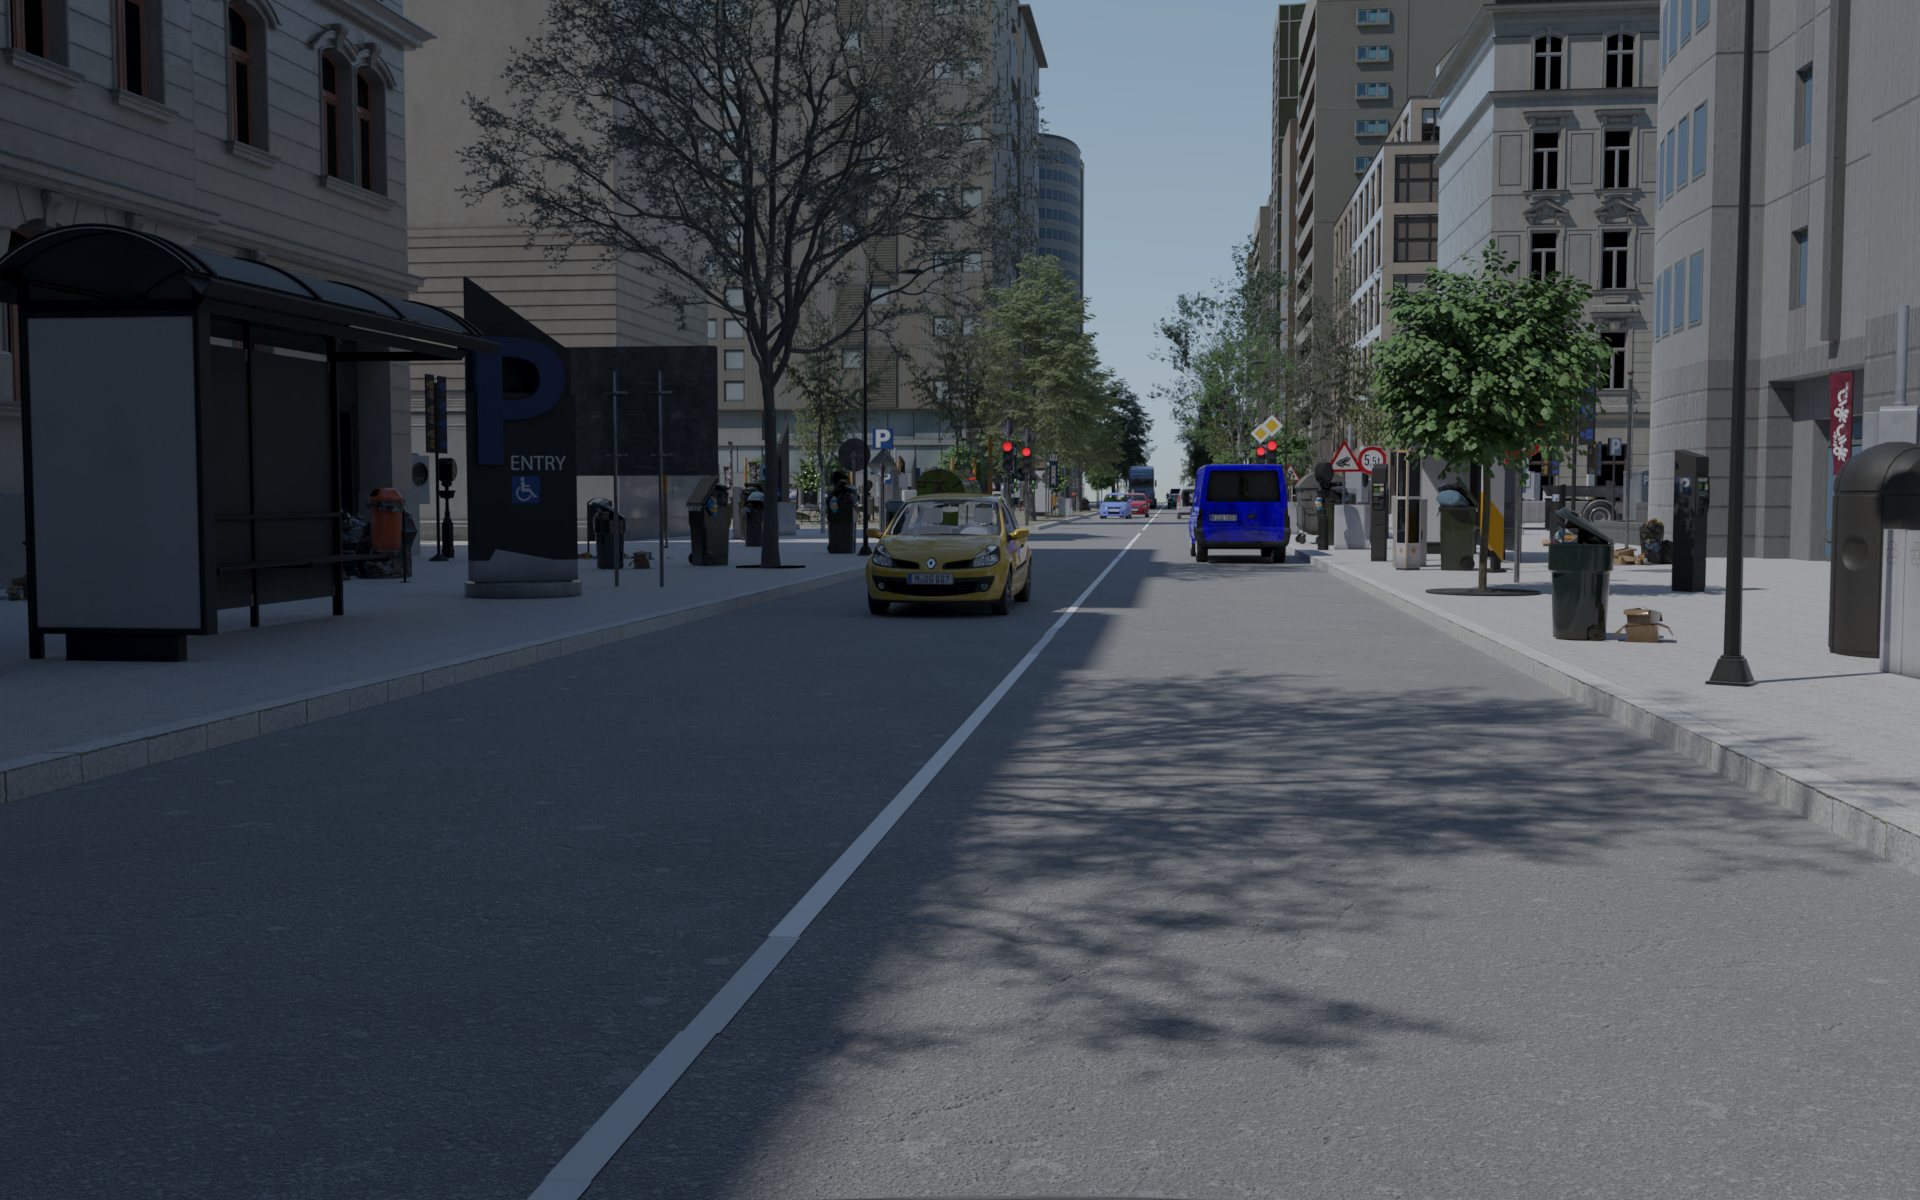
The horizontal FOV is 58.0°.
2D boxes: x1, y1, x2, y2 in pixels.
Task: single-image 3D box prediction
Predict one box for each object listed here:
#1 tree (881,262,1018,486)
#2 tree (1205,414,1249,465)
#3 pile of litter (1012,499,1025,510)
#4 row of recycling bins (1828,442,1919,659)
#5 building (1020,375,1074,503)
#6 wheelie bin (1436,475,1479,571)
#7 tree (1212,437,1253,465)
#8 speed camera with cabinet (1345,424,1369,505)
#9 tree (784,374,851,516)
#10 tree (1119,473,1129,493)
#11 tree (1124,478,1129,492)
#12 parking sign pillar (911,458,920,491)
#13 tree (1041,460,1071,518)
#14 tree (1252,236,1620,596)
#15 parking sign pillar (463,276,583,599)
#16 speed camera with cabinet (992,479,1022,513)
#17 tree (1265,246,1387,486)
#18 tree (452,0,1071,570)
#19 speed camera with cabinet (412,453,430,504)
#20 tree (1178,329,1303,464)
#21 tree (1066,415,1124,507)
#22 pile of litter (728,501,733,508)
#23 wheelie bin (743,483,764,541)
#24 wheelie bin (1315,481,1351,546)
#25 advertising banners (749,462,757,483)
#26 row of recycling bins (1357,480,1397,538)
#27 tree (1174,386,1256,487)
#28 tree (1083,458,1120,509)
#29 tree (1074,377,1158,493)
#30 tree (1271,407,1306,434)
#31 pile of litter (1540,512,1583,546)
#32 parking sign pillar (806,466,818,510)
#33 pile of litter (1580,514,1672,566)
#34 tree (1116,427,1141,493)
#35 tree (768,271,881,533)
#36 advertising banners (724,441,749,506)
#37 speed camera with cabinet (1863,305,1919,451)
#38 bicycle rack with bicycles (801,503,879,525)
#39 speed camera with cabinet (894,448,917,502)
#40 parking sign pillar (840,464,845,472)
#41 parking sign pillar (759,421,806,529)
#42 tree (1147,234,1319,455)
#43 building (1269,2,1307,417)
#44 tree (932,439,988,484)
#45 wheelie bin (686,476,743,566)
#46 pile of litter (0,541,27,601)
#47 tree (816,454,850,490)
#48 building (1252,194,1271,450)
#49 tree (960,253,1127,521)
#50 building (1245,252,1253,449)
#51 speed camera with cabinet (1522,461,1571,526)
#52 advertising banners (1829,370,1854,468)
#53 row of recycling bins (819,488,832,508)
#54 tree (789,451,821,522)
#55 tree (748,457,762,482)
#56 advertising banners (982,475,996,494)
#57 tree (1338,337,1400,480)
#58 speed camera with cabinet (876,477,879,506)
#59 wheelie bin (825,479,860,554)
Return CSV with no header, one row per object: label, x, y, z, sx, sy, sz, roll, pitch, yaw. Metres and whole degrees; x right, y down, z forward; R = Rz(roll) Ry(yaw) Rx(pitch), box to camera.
tree,0.086,-6.363,54.391,4.360,8.622,3.978,0,3,0
tree,23.615,-12.491,154.597,4.737,8.622,4.395,0,3,0
pile of litter,4.947,-7.785,141.251,1.719,0.858,1.176,2,4,27
row of recycling bins,8.753,-0.395,13.570,3.534,1.692,1.069,0,4,5
building,2.042,-24.957,253.079,27.650,21.520,28.899,0,4,7
wheelie bin,8.350,-1.297,29.108,0.693,1.594,0.980,1,4,15
tree,14.425,-5.753,77.768,4.285,4.588,4.351,0,3,0
speed camera with cabinet,10.874,-3.310,48.448,0.660,3.252,2.038,2,4,30
tree,-8.310,-9.316,102.676,4.737,8.622,4.395,0,3,0
tree,29.757,-21.243,297.686,4.737,8.622,4.395,0,3,0
tree,24.616,-18.807,257.857,4.360,8.622,3.978,0,3,0
parking sign pillar,-3.300,-8.589,128.898,1.447,3.967,1.447,-1,4,-12
tree,5.316,-6.109,94.484,1.663,3.219,1.824,0,3,0
tree,6.718,-2.353,22.183,4.285,4.588,4.351,0,3,0
parking sign pillar,-5.500,-2.034,21.720,1.447,3.967,1.447,-2,4,-25
speed camera with cabinet,3.185,-7.588,118.393,2.038,3.252,0.660,1,4,18
tree,11.099,-6.242,52.421,4.360,8.622,3.978,0,3,0
tree,-3.239,-7.284,29.467,12.009,13.543,11.850,0,3,0
speed camera with cabinet,-12.607,-2.687,38.269,0.660,3.252,2.038,1,4,23
tree,17.417,-11.128,107.706,9.928,11.665,9.643,0,3,0
tree,10.138,-11.609,140.176,4.360,8.622,3.978,0,3,0
pile of litter,-14.890,-6.029,112.537,1.719,0.858,1.176,3,5,43
wheelie bin,-5.674,-2.429,47.625,0.980,1.594,0.693,3,4,38
wheelie bin,9.359,-2.167,43.330,0.980,1.594,0.693,-2,4,-32
advertising banners,-10.509,-5.983,94.008,2.074,3.025,0.090,-2,4,-26
row of recycling bins,12.128,-2.724,51.643,1.069,1.692,3.534,0,4,4
tree,26.923,-16.010,178.765,9.611,12.733,9.660,0,3,0
tree,12.372,-10.311,152.294,4.285,4.588,4.351,0,3,0
tree,16.588,-17.210,188.040,9.857,13.997,8.962,0,3,0
tree,25.911,-11.523,138.755,4.737,8.622,4.395,0,3,0
pile of litter,14.782,-1.729,42.240,1.176,0.858,1.719,2,4,23
parking sign pillar,-11.581,-8.839,132.983,1.447,3.967,1.447,-3,4,-37
pile of litter,12.393,-1.081,31.645,1.719,0.858,1.176,-1,4,-20
tree,20.387,-17.593,222.062,7.601,10.594,8.767,0,4,-3
tree,-4.242,-6.484,56.378,4.360,8.622,3.978,0,3,0
advertising banners,-7.496,-3.791,58.171,0.090,3.025,2.074,1,4,9
speed camera with cabinet,10.558,-1.447,18.002,2.038,3.252,0.660,2,4,35
bicycle rack with bicycles,-5.241,-3.630,72.728,2.925,0.926,2.852,-2,4,-33
speed camera with cabinet,-2.372,-4.842,73.501,0.660,3.252,2.038,-1,4,-18
parking sign pillar,-9.084,-8.852,133.196,1.447,3.967,1.447,0,4,-4
parking sign pillar,-6.567,-4.570,63.189,1.447,3.967,1.447,0,4,7
tree,20.359,-16.702,128.974,12.611,20.169,13.585,0,3,0
building,53.892,-49.793,252.374,20.563,71.187,20.611,0,4,7
tree,0.068,-7.153,100.672,4.285,4.588,4.351,0,3,0
wheelie bin,-4.512,-1.427,31.233,0.693,1.594,0.980,-3,4,-36
pile of litter,-11.179,-0.451,21.334,1.719,0.858,1.176,0,4,-1
tree,-10.270,-9.690,142.138,4.285,4.588,4.351,0,3,0
building,57.501,-39.764,273.845,21.300,48.544,21.600,0,4,7
tree,3.622,-10.004,81.695,7.486,12.596,7.792,0,3,0
building,55.233,-37.229,292.294,14.154,41.232,14.086,0,4,7
speed camera with cabinet,23.919,-4.675,70.773,0.660,3.252,2.038,-3,5,-45
advertising banners,12.674,-1.700,23.984,0.090,3.025,2.074,-1,4,-9
row of recycling bins,-10.001,-7.420,128.433,1.069,1.692,3.534,-1,4,-8
tree,-6.774,-5.154,78.871,1.663,3.219,1.824,0,3,0
tree,-14.947,-9.215,134.374,4.285,4.588,4.351,0,3,0
advertising banners,2.114,-9.158,145.927,2.074,3.025,0.090,0,4,-2
tree,19.712,-8.065,82.225,4.737,8.622,4.395,0,3,0
speed camera with cabinet,-6.177,-8.884,139.585,0.660,3.252,2.038,-1,4,-19
wheelie bin,-2.533,-1.812,37.526,0.693,1.594,0.980,0,4,5
